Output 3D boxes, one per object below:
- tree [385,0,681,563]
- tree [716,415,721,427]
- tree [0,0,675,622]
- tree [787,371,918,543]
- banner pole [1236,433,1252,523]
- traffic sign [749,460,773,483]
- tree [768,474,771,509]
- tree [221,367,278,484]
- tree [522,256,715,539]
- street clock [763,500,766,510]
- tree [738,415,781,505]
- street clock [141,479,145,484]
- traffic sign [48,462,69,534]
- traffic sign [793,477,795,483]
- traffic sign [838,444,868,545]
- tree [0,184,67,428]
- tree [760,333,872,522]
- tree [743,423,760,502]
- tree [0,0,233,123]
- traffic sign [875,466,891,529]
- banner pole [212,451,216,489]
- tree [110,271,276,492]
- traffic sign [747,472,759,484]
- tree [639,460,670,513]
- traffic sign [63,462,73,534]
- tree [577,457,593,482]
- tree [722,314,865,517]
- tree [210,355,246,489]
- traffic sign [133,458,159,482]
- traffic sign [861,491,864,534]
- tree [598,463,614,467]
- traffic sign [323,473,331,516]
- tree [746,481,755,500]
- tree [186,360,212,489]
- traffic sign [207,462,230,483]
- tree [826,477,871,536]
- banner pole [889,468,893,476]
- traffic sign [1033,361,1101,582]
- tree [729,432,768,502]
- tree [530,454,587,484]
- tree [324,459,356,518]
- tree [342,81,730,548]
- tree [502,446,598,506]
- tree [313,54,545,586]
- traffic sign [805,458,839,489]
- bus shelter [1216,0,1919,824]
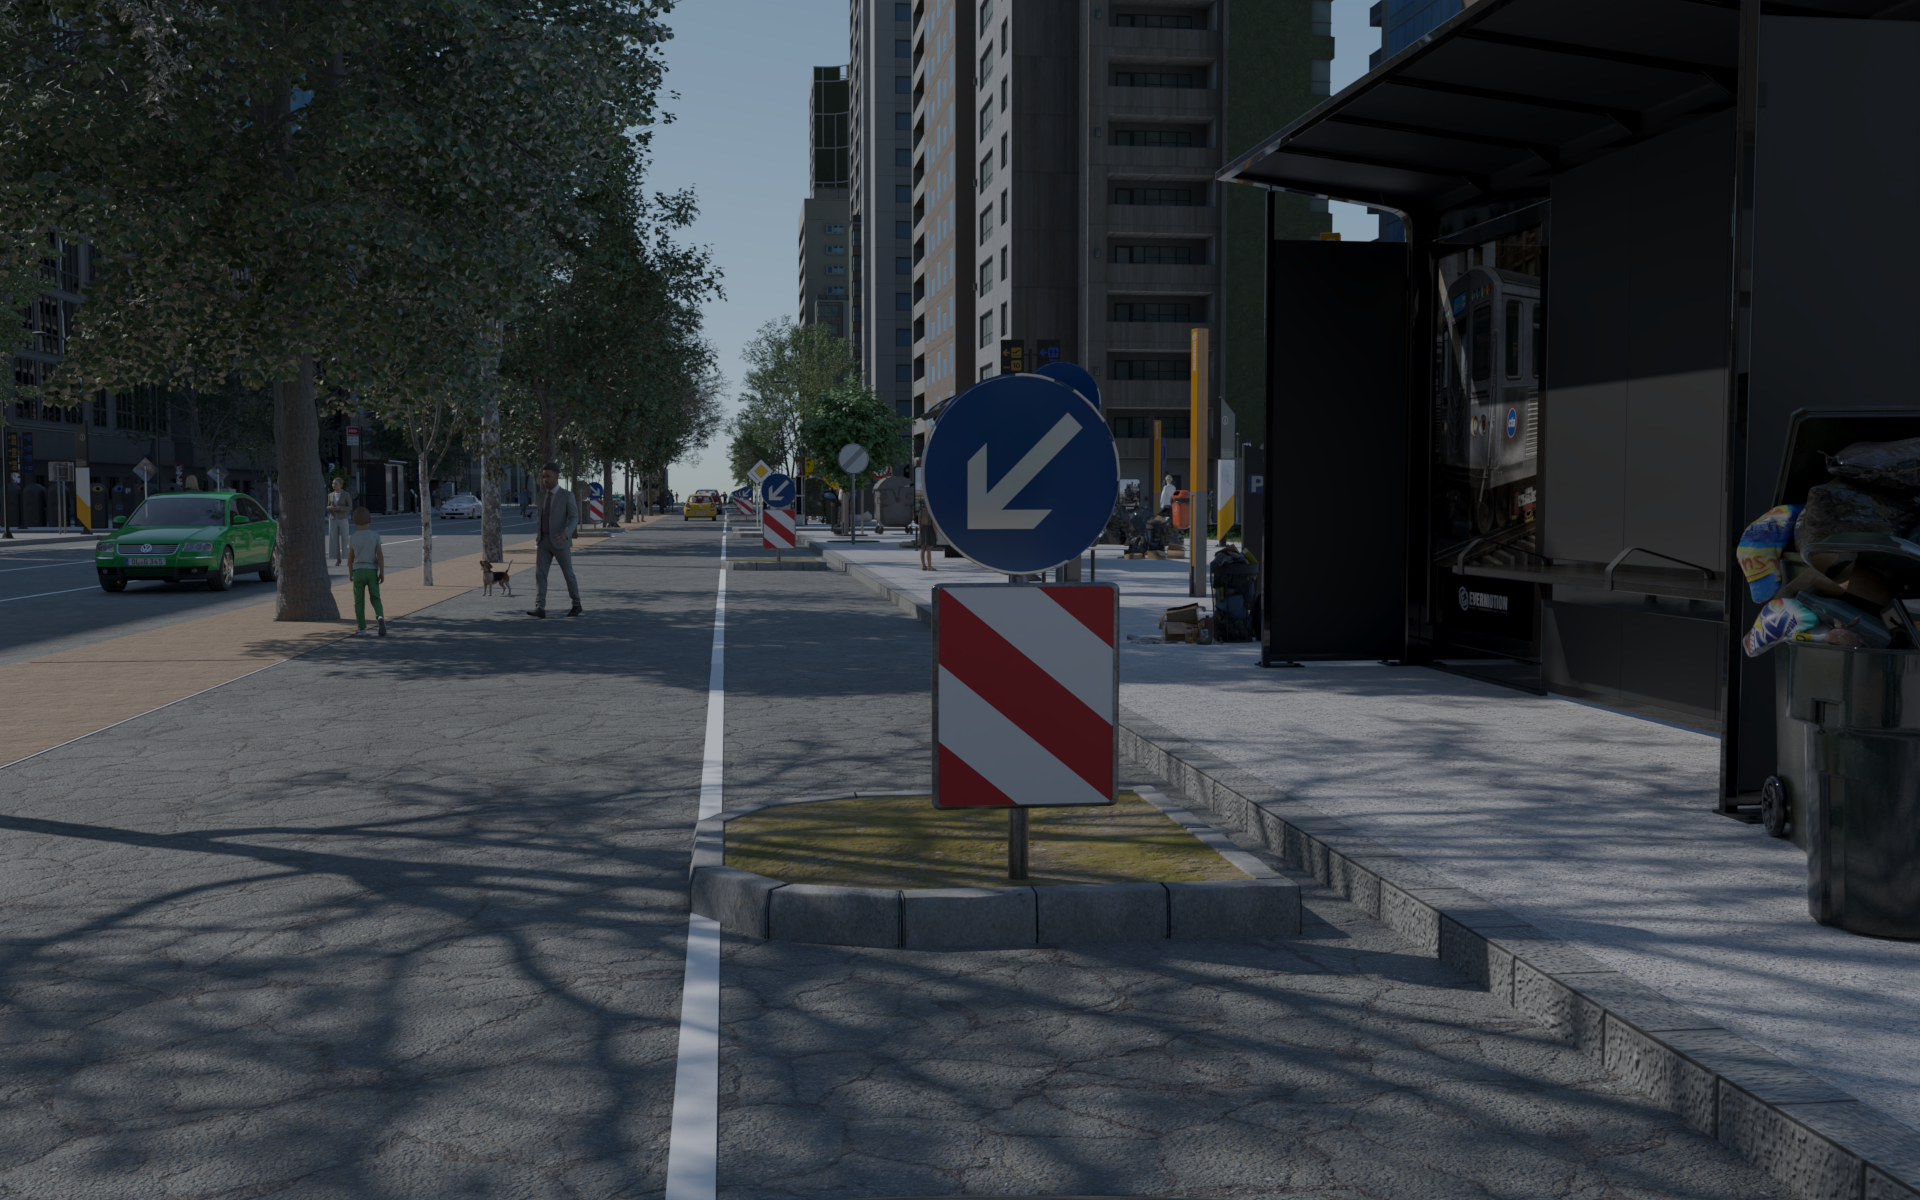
[{"bbox_3d":[-8.393,-10.785,34.682,12.611,20.169,13.585,0,3,0],"label":"tree"},{"bbox_3d":[-21.050,-11.318,121.913,8.767,10.594,7.601,0,4,-8],"label":"tree"},{"bbox_3d":[-7.377,-6.727,19.102,9.857,13.997,8.962,0,3,0],"label":"tree"},{"bbox_3d":[-2.936,-3.833,46.384,4.285,4.588,4.351,0,3,0],"label":"tree"},{"bbox_3d":[11.572,-4.944,70.857,0.863,3.779,0.401,2,4,35],"label":"banner pole"},{"bbox_3d":[-6.636,-3.415,58.021,0.795,2.593,0.064,0,4,-8],"label":"traffic sign"},{"bbox_3d":[-16.297,-9.535,150.503,1.663,3.219,1.824,0,3,0],"label":"tree"},{"bbox_3d":[-39.654,-8.991,97.364,4.737,8.622,4.395,0,3,0],"label":"tree"},{"bbox_3d":[-12.308,-7.195,54.509,8.767,10.594,7.601,0,4,-8],"label":"tree"},{"bbox_3d":[-14.620,-7.633,129.375,0.358,2.002,0.471,-2,4,-27],"label":"street clock"},{"bbox_3d":[-17.579,-12.527,155.174,4.360,8.622,3.978,0,3,0],"label":"tree"},{"bbox_3d":[-38.375,-4.706,81.512,0.358,2.002,0.471,-2,4,-26],"label":"street clock"},{"bbox_3d":[-28.619,-3.235,55.024,0.606,2.300,0.079,0,4,-5],"label":"traffic sign"},{"bbox_3d":[-12.401,-7.969,130.395,0.768,2.556,0.104,0,4,1],"label":"traffic sign"},{"bbox_3d":[-2.701,-2.676,43.852,0.768,2.556,0.104,0,4,-7],"label":"traffic sign"},{"bbox_3d":[-27.035,-7.696,43.955,7.486,12.596,7.792,0,3,0],"label":"tree"},{"bbox_3d":[-6.290,-7.930,80.019,4.737,8.622,4.395,0,3,0],"label":"tree"},{"bbox_3d":[-14.367,-11.378,136.392,4.737,8.622,4.395,0,3,0],"label":"tree"},{"bbox_3d":[-5.963,-5.824,8.050,12.009,13.543,11.850,0,3,0],"label":"tree"},{"bbox_3d":[-2.728,-3.606,59.061,0.768,2.556,0.104,0,4,1],"label":"traffic sign"},{"bbox_3d":[-42.595,-6.665,98.996,0.401,3.779,0.863,-2,4,-30],"label":"banner pole"},{"bbox_3d":[-30.329,-8.280,69.792,7.601,10.594,8.767,3,5,40],"label":"tree"},{"bbox_3d":[-7.701,-3.899,65.935,0.795,2.593,0.064,0,4,-8],"label":"traffic sign"},{"bbox_3d":[-18.851,-9.167,102.692,4.360,8.622,3.978,0,3,0],"label":"tree"},{"bbox_3d":[-28.917,-3.290,55.919,0.606,2.300,0.079,0,4,2],"label":"traffic sign"},{"bbox_3d":[-55.237,-18.417,251.479,4.737,8.622,4.395,0,3,0],"label":"tree"},{"bbox_3d":[-8.911,-10.618,99.363,9.928,11.665,9.643,0,3,0],"label":"tree"},{"bbox_3d":[-31.059,-7.827,78.337,4.360,8.622,3.978,0,3,0],"label":"tree"},{"bbox_3d":[-26.059,-3.257,55.437,0.795,2.593,0.064,0,4,-8],"label":"traffic sign"},{"bbox_3d":[-3.056,-3.305,54.144,0.768,2.556,0.104,0,4,2],"label":"traffic sign"},{"bbox_3d":[-56.418,-20.718,264.488,9.928,11.665,9.643,0,3,0],"label":"tree"},{"bbox_3d":[-36.786,-6.174,101.055,0.768,2.556,0.104,0,4,-4],"label":"traffic sign"},{"bbox_3d":[-30.886,-15.918,254.863,1.663,3.219,1.824,0,3,0],"label":"tree"},{"bbox_3d":[-38.582,-8.568,90.450,4.360,8.622,3.978,0,3,0],"label":"tree"},{"bbox_3d":[-27.124,-3.741,63.351,0.795,2.593,0.064,0,4,-8],"label":"traffic sign"},{"bbox_3d":[-3.244,-3.556,52.735,1.663,3.219,1.824,0,3,0],"label":"tree"},{"bbox_3d":[-3.791,-6.421,95.005,0.401,3.779,0.863,-1,4,-17],"label":"banner pole"},{"bbox_3d":[0.964,-1.015,16.696,0.768,2.556,0.104,0,4,-5],"label":"traffic sign"},{"bbox_3d":[-35.252,-22.842,291.600,7.486,12.596,7.792,0,3,0],"label":"tree"},{"bbox_3d":[-49.354,-18.082,213.761,7.486,12.596,7.792,0,3,0],"label":"tree"},{"bbox_3d":[-33.798,-6.063,93.728,1.663,3.219,1.824,0,3,0],"label":"tree"},{"bbox_3d":[-10.970,-7.730,45.855,9.611,12.733,9.660,0,3,0],"label":"tree"},{"bbox_3d":[-45.384,-15.650,181.632,9.928,11.665,9.643,0,3,0],"label":"tree"},{"bbox_3d":[-8.221,-4.501,26.411,4.360,8.622,3.978,0,3,0],"label":"tree"},{"bbox_3d":[-7.426,-6.168,94.725,2.265,3.308,0.079,0,4,-1],"label":"traffic sign"},{"bbox_3d":[3.133,-1.134,9.827,1.731,3.624,6.357,0,4,-8],"label":"bus shelter"}]
